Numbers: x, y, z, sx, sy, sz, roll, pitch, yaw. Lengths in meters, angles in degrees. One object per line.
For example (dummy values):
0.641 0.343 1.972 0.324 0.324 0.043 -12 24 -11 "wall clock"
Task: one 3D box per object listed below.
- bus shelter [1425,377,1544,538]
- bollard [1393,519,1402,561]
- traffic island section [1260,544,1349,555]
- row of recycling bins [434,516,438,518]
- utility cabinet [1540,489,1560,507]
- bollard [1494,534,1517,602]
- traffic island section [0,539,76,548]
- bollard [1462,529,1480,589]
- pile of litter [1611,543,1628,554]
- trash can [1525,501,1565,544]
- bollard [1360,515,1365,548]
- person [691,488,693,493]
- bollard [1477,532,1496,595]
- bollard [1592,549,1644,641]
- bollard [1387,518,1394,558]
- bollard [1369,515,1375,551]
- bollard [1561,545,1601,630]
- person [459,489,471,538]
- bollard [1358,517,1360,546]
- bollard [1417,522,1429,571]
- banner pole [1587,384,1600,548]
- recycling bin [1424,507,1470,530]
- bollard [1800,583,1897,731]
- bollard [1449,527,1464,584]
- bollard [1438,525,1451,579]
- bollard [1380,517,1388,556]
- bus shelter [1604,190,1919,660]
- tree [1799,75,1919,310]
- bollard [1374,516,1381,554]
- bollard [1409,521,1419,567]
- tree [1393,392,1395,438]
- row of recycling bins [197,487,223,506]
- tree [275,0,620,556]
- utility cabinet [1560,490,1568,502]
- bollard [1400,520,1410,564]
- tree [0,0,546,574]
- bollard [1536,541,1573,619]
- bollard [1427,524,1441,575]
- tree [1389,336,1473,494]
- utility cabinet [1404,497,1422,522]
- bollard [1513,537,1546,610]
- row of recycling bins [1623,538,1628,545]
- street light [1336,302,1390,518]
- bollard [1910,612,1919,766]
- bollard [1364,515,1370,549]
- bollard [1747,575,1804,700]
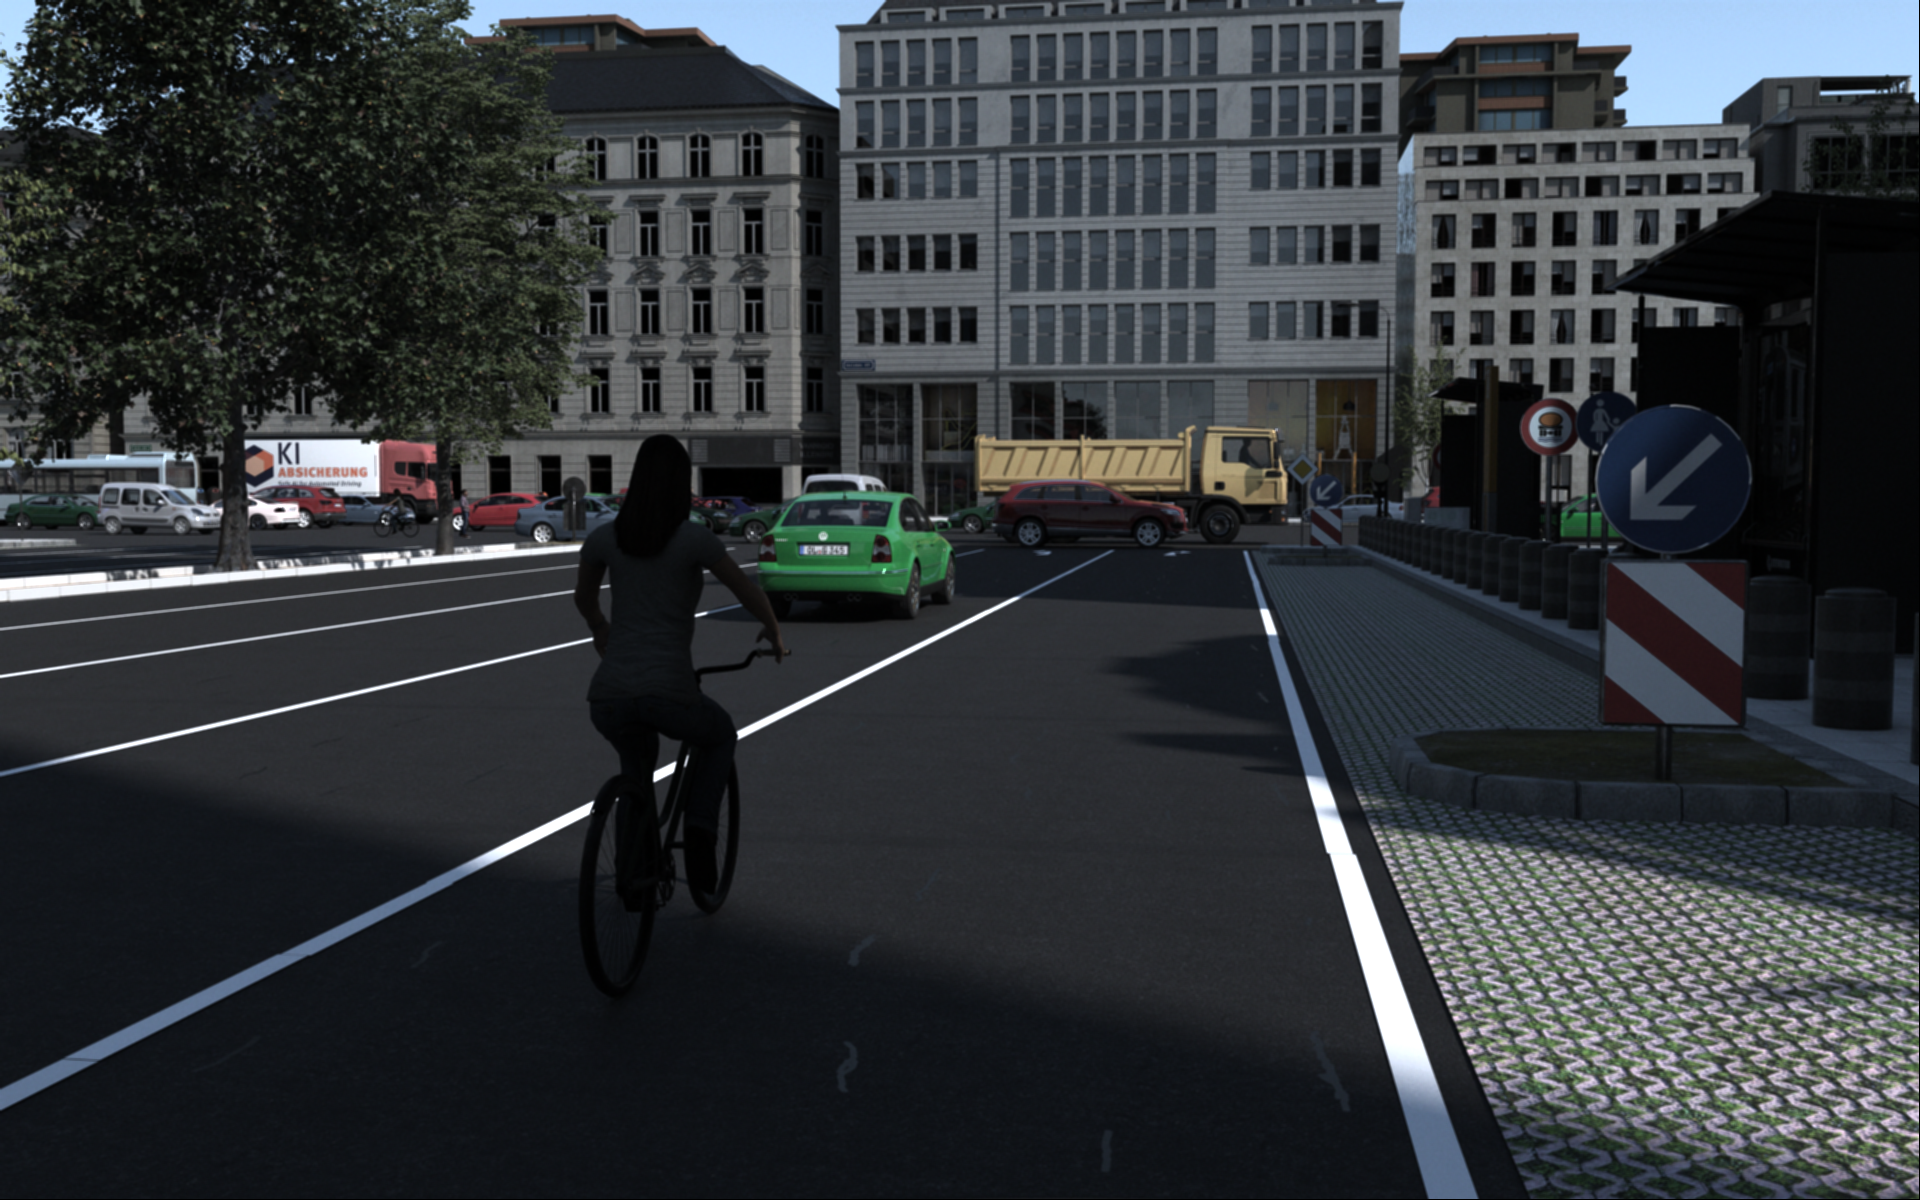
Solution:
11.335 -2.842 37.750 1.731 3.624 6.357 1 4 9 "bus shelter"
8.577 -1.129 33.169 0.404 0.777 0.398 0 3 0 "bollard"
8.368 -1.225 42.309 2.009 0.180 2.903 1 4 9 "traffic island section"
-28.625 -5.191 91.979 1.069 1.692 3.534 2 4 33 "row of recycling bins"
26.738 -4.328 79.449 1.173 1.500 0.318 1 4 13 "utility cabinet"
6.647 -0.364 20.662 0.404 0.777 0.398 0 3 0 "bollard"
-25.770 -1.546 47.557 2.009 0.180 2.903 1 4 9 "traffic island section"
7.076 -0.535 23.457 0.404 0.777 0.398 0 3 0 "bollard"
11.358 -0.894 28.589 1.719 0.858 1.176 3 4 38 "pile of litter"
11.176 -1.314 33.137 0.748 1.137 0.748 0 3 0 "trash can"
9.866 -1.639 41.518 0.404 0.777 0.398 0 3 0 "bollard"
-12.553 -4.355 80.422 0.376 1.734 0.841 2 4 33 "person"
6.865 -0.449 22.062 0.404 0.777 0.398 0 3 0 "bollard"
5.790 -0.024 15.104 0.404 0.777 0.398 0 3 0 "bollard"
8.793 -1.214 34.566 0.404 0.777 0.398 0 3 0 "bollard"
9.434 -1.470 38.746 0.404 0.777 0.398 0 3 0 "bollard"
6.006 -0.109 16.497 0.404 0.777 0.398 0 3 0 "bollard"
-16.199 -2.830 56.735 0.435 1.587 0.963 -1 4 -20 "person"
10.075 -1.724 42.904 0.404 0.777 0.398 0 3 0 "bollard"
7.933 -0.874 29.001 0.404 0.777 0.398 0 3 0 "bollard"
14.603 -3.025 39.472 0.863 3.779 0.401 0 4 5 "banner pole"
9.315 -1.260 33.152 0.722 1.027 0.722 2 4 29 "recycling bin"
4.934 0.316 9.558 0.404 0.777 0.398 0 3 0 "bollard"
7.294 -0.619 24.842 0.404 0.777 0.398 0 3 0 "bollard"
7.510 -0.704 26.225 0.404 0.777 0.398 0 3 0 "bollard"
9.007 -1.300 35.978 0.404 0.777 0.398 0 3 0 "bollard"
7.589 -1.533 16.355 1.731 3.624 6.357 1 4 9 "bus shelter"
16.933 -4.954 31.363 4.737 8.622 4.395 0 3 0 "tree"
9.221 -1.385 37.362 0.404 0.777 0.398 0 3 0 "bollard"
8.146 -0.959 30.392 0.404 0.777 0.398 0 3 0 "bollard"
29.723 -10.342 119.461 4.360 8.622 3.978 0 3 0 "tree"
-42.494 -5.533 97.584 1.069 1.692 3.534 3 5 43 "row of recycling bins"
-11.457 -7.208 38.429 7.486 12.596 7.792 0 3 0 "tree"
29.178 -4.595 83.808 0.318 1.500 1.173 2 4 25 "utility cabinet"
8.361 -1.044 31.786 0.404 0.777 0.398 0 3 0 "bollard"
-12.579 -6.752 29.864 9.611 12.733 9.660 0 3 0 "tree"
6.220 -0.193 17.880 0.404 0.777 0.398 0 3 0 "bollard"
7.717 -0.789 27.617 0.404 0.777 0.398 0 3 0 "bollard"
21.985 -8.016 81.422 4.737 8.622 4.395 0 3 0 "tree"
9.557 -1.557 36.621 0.306 1.237 1.020 1 4 10 "utility cabinet"
6.430 -0.278 19.265 0.404 0.777 0.398 0 3 0 "bollard"
15.506 -1.737 35.505 3.534 1.692 1.069 1 4 14 "row of recycling bins"
9.796 -4.246 41.964 1.470 5.913 1.316 1 4 9 "street light"
4.722 0.400 8.173 0.404 0.777 0.398 0 3 0 "bollard"
9.650 -1.554 40.129 0.404 0.777 0.398 0 3 0 "bollard"
5.152 0.231 10.943 0.404 0.777 0.398 0 3 0 "bollard"
